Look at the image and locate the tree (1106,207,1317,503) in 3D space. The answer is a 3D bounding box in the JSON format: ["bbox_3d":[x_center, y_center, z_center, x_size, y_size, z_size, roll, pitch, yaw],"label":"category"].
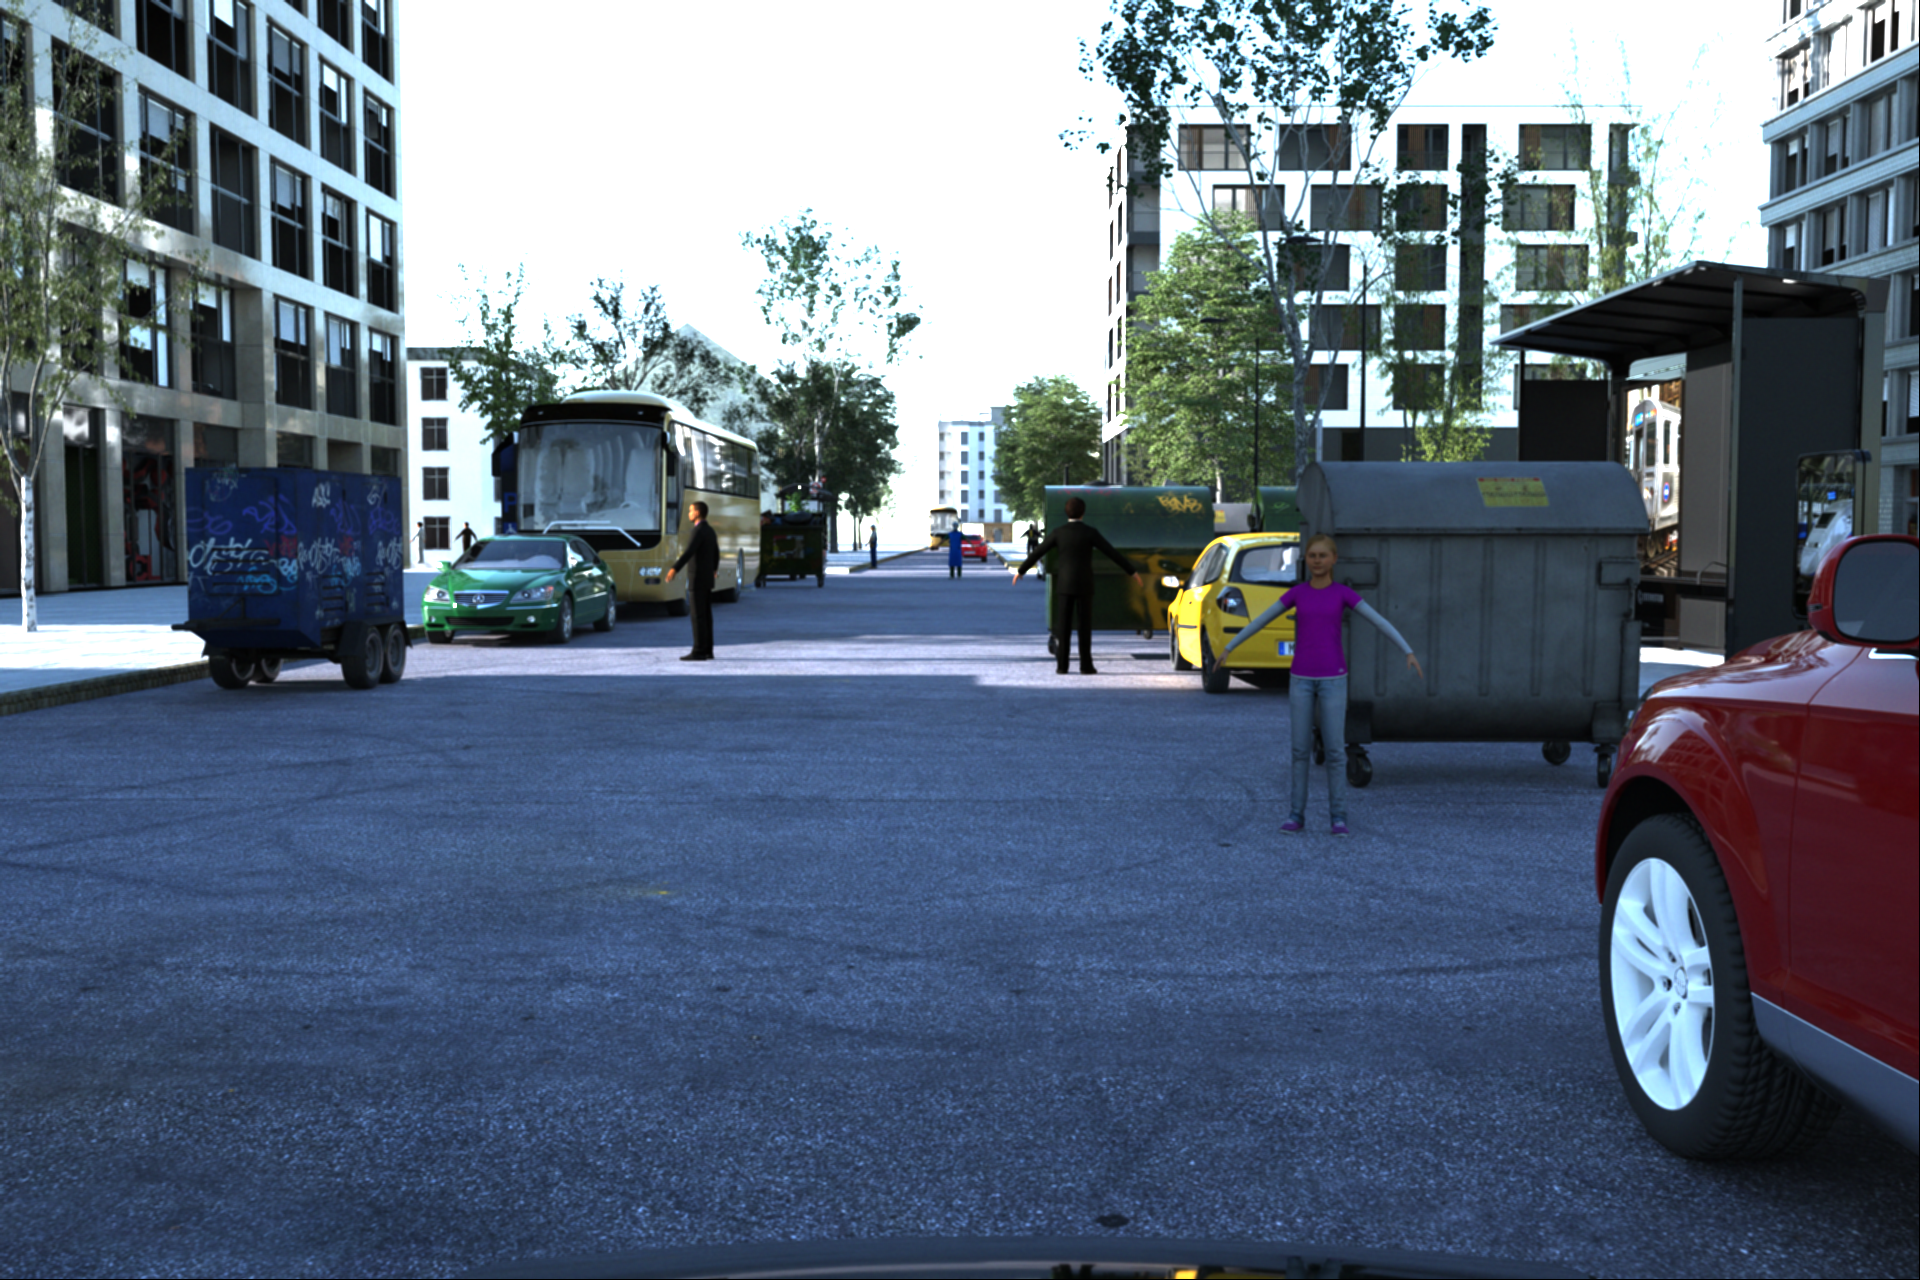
[{"bbox_3d":[8.841,-8.746,61.122,7.486,12.596,7.792,0,3,0],"label":"tree"}]

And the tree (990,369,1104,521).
[{"bbox_3d":[6.974,-13.817,132.561,9.857,13.997,8.962,0,3,0],"label":"tree"}]

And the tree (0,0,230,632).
[{"bbox_3d":[-12.339,-4.401,22.314,4.360,8.622,3.978,0,3,0],"label":"tree"}]

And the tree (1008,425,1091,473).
[{"bbox_3d":[7.797,-13.753,150.612,9.928,11.665,9.643,0,3,0],"label":"tree"}]

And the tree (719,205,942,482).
[{"bbox_3d":[-7.457,-14.828,98.321,12.611,20.169,13.585,0,3,0],"label":"tree"}]

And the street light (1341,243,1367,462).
[{"bbox_3d":[6.843,-3.336,27.091,1.470,5.913,1.316,0,4,0],"label":"street light"}]

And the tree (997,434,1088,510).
[{"bbox_3d":[7.157,-12.747,142.829,8.767,10.594,7.601,0,4,5],"label":"tree"}]

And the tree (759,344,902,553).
[{"bbox_3d":[-8.612,-12.829,116.409,9.857,13.997,8.962,0,3,0],"label":"tree"}]

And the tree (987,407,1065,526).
[{"bbox_3d":[7.255,-16.019,168.560,9.857,13.997,8.962,0,3,0],"label":"tree"}]

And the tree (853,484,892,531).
[{"bbox_3d":[-7.992,-13.262,167.197,4.360,8.622,3.978,0,3,0],"label":"tree"}]

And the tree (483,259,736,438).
[{"bbox_3d":[-12.127,-7.659,59.630,8.767,10.594,7.601,-1,4,-14],"label":"tree"}]

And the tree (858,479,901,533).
[{"bbox_3d":[-12.301,-19.976,261.014,7.601,10.594,8.767,0,4,6],"label":"tree"}]

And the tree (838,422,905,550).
[{"bbox_3d":[-8.317,-13.367,144.299,9.928,11.665,9.643,0,3,0],"label":"tree"}]

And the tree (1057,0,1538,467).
[{"bbox_3d":[8.933,-11.615,45.788,12.611,20.169,13.585,0,3,0],"label":"tree"}]

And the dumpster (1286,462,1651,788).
[{"bbox_3d":[2.948,-0.124,10.247,1.865,1.857,1.264,0,3,0],"label":"dumpster"}]

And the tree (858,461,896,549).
[{"bbox_3d":[-8.086,-12.339,152.112,4.360,8.622,3.978,0,3,0],"label":"tree"}]

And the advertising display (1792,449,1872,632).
[{"bbox_3d":[6.837,-0.514,13.622,0.123,1.923,0.974,0,4,1],"label":"advertising display"}]

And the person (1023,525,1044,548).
[{"bbox_3d":[4.262,-5.662,98.703,1.348,1.813,0.705,-1,4,-9],"label":"person"}]

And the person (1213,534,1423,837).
[{"bbox_3d":[1.696,0.213,8.243,0.991,1.433,0.599,1,4,22],"label":"person"}]

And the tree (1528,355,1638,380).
[{"bbox_3d":[22.692,-6.991,64.673,4.360,8.622,3.978,0,3,0],"label":"tree"}]

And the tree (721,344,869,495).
[{"bbox_3d":[-8.668,-9.283,86.183,8.767,10.594,7.601,0,4,0],"label":"tree"}]

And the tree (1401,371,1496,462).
[{"bbox_3d":[21.807,-7.735,76.823,4.737,8.622,4.395,0,3,0],"label":"tree"}]

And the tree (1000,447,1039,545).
[{"bbox_3d":[7.263,-14.254,158.810,9.928,11.665,9.643,0,3,0],"label":"tree"}]

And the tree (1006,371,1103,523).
[{"bbox_3d":[7.018,-12.375,120.466,7.486,12.596,7.792,0,3,0],"label":"tree"}]

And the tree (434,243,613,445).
[{"bbox_3d":[-11.423,-5.765,44.623,4.737,8.622,4.395,0,3,0],"label":"tree"}]

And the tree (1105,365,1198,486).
[{"bbox_3d":[8.285,-7.604,74.686,4.360,8.622,3.978,0,3,0],"label":"tree"}]

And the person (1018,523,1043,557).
[{"bbox_3d":[3.562,-4.955,86.789,1.354,1.856,0.705,0,4,3],"label":"person"}]

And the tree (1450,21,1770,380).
[{"bbox_3d":[9.805,-4.549,24.737,4.360,8.622,3.978,0,3,0],"label":"tree"}]

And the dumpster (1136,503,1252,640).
[{"bbox_3d":[3.240,-0.964,23.975,1.865,1.857,1.264,0,4,-1],"label":"dumpster"}]

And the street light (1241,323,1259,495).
[{"bbox_3d":[6.916,-3.957,37.230,1.470,5.913,1.316,0,4,1],"label":"street light"}]

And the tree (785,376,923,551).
[{"bbox_3d":[-7.974,-13.509,131.234,12.009,13.543,11.850,0,3,0],"label":"tree"}]

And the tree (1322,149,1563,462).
[{"bbox_3d":[8.738,-5.109,33.887,4.360,8.622,3.978,0,3,0],"label":"tree"}]
